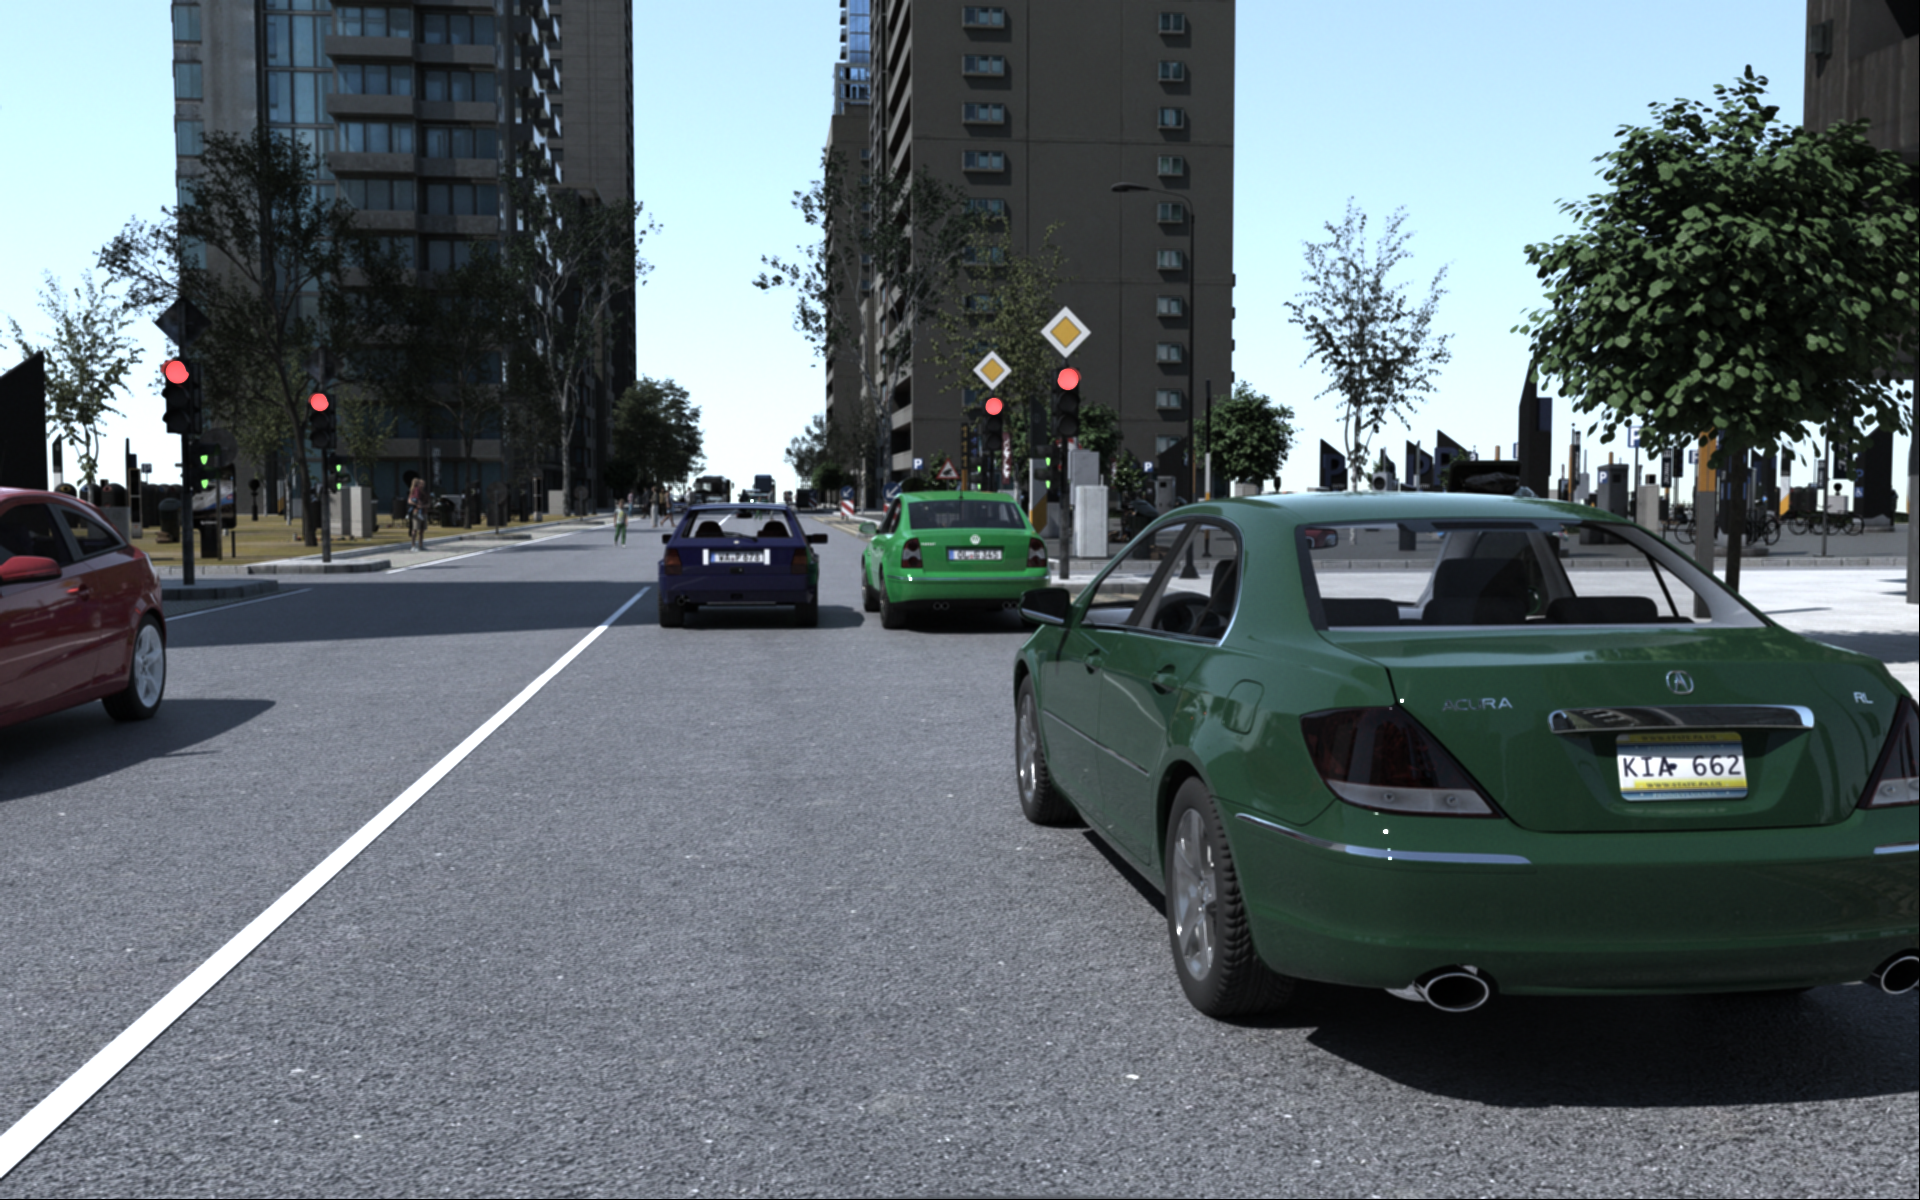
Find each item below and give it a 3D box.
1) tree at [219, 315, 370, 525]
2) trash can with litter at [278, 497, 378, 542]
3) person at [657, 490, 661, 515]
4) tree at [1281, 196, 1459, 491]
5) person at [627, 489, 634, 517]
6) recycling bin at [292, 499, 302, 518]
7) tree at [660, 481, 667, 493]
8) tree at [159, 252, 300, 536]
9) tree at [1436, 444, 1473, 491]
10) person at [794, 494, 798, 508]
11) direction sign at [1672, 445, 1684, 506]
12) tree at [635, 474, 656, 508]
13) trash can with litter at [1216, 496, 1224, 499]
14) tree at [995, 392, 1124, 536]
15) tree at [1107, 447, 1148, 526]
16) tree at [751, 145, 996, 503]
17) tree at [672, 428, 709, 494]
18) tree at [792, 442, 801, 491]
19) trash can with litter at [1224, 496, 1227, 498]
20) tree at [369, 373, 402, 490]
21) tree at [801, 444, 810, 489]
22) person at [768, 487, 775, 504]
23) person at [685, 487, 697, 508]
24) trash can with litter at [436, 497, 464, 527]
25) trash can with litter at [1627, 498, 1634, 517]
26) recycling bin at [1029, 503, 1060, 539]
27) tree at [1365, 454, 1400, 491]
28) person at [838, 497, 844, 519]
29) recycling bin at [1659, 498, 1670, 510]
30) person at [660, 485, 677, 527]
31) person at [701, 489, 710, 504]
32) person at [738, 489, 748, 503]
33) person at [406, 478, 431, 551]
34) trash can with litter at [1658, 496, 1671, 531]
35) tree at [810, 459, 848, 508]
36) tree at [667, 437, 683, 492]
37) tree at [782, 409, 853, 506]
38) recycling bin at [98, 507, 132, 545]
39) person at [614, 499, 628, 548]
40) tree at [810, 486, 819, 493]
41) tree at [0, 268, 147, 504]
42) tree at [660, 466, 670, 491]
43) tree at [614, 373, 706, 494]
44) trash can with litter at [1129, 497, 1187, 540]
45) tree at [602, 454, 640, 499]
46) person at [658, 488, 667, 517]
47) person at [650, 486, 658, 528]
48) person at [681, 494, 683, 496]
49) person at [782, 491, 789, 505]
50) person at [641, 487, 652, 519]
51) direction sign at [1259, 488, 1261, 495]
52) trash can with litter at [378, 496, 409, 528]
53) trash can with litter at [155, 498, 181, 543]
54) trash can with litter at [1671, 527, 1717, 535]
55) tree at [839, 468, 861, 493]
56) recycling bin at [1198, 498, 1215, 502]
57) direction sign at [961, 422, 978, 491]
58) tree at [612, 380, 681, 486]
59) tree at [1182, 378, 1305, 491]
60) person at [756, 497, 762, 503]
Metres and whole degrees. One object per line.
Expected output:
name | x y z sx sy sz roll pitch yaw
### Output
tree | -27.521 -7.346 70.476 4.737 8.622 4.395 0 3 0
trash can with litter | -17.387 -2.229 47.504 2.233 1.210 1.678 0 4 -5
person | -20.916 -6.797 120.355 0.721 1.735 1.217 3 5 43
tree | 10.230 -5.712 43.750 4.360 8.622 3.978 0 3 0
person | -20.417 -5.995 107.351 0.643 1.720 0.563 -2 4 -35
recycling bin | -35.377 -4.872 92.205 0.722 1.027 0.722 -2 4 -27
tree | -35.025 -12.744 202.962 1.663 3.219 1.824 0 3 0
tree | -22.660 -6.304 53.428 4.360 8.622 3.978 0 3 0
tree | 19.485 -4.481 67.872 1.663 3.219 1.824 0 3 0
person | -16.667 -10.289 177.657 0.756 1.711 0.436 -3 4 -36
direction sign | 33.538 -5.441 80.959 0.876 3.537 0.379 -3 4 -38
tree | -29.562 -10.248 162.157 1.663 3.219 1.824 0 3 0
trash can with litter | 13.335 -4.821 90.203 1.055 1.170 0.624 -3 4 -36
tree | 2.663 -4.523 57.672 4.285 4.588 4.351 0 3 0
tree | 6.661 -4.659 70.770 1.663 3.219 1.824 0 3 0
tree | -4.769 -14.605 94.684 12.611 20.169 13.585 0 3 0
tree | -42.362 -20.767 265.290 9.928 11.665 9.643 0 3 0
tree | -20.103 -17.077 229.565 4.360 8.622 3.978 0 3 0
trash can with litter | 15.902 -5.560 101.963 2.233 1.210 1.678 1 4 8
tree | -35.824 -9.367 103.505 4.737 8.622 4.395 0 3 0
tree | -12.878 -13.407 169.567 4.360 8.622 3.978 0 3 0
person | -10.235 -5.244 94.335 0.391 1.810 0.635 0 4 2
person | -15.179 -5.455 97.782 0.679 1.850 0.850 -1 4 -17
trash can with litter | -19.624 -3.387 66.759 0.624 1.170 1.055 2 4 33
trash can with litter | 37.981 -5.311 98.221 1.055 1.170 0.624 1 4 14
recycling bin | 2.453 -2.309 50.311 0.722 1.027 0.722 -1 4 -21
tree | 20.273 -5.410 83.059 1.663 3.219 1.824 0 3 0
person | -6.630 -5.175 97.376 0.475 1.303 0.640 -2 4 -23
recycling bin | 40.639 -5.373 100.398 0.722 1.027 0.722 -3 5 -43
person | -12.740 -4.103 75.677 0.778 1.811 0.616 1 4 9
person | -20.258 -7.885 137.424 0.705 1.824 1.348 1 4 20
person | -16.874 -7.744 135.107 0.705 1.826 1.348 1 4 23
person | -13.539 -2.129 43.291 0.573 1.828 0.580 0 4 -5
trash can with litter | 24.473 -3.089 61.563 2.233 1.210 1.678 0 4 5
tree | -13.907 -11.909 178.424 4.285 4.588 4.351 0 3 0
tree | -34.839 -15.732 207.576 4.737 8.622 4.395 0 3 0
tree | -15.627 -15.720 191.432 8.767 10.594 7.601 0 4 3
recycling bin | -16.564 -1.296 33.745 0.722 1.027 0.722 -1 4 -21
person | -9.122 -2.066 46.525 0.306 1.304 0.590 -2 4 -35
tree | -18.556 -13.982 223.205 1.663 3.219 1.824 0 3 0
tree | -28.245 -6.436 55.595 4.737 8.622 4.395 0 3 0
tree | -34.007 -15.050 196.423 4.360 8.622 3.978 0 3 0
tree | -31.892 -16.913 183.176 9.857 13.997 8.962 0 3 0
trash can with litter | 3.799 -1.380 33.953 0.624 1.170 1.055 -3 4 -36
tree | -27.375 -9.533 139.572 4.285 4.588 4.351 0 3 0
person | -18.806 -6.182 109.664 1.348 1.812 0.705 0 4 4
person | -13.064 -3.968 73.927 0.362 1.759 0.519 0 4 3
person | -31.503 -11.301 196.499 0.991 1.433 0.599 1 4 11
person | -18.157 -10.458 180.012 0.750 1.759 0.617 0 4 -1
person | -18.114 -5.608 100.158 0.822 1.834 0.622 -3 4 -36
direction sign | 9.855 -3.969 56.886 0.379 3.537 0.876 1 4 20
trash can with litter | -21.687 -3.355 65.905 2.233 1.210 1.678 0 4 -2
trash can with litter | -20.687 -2.078 45.354 0.624 1.170 1.055 -1 4 -11
trash can with litter | 23.650 -2.671 54.725 1.678 1.210 2.233 2 4 32
tree | -8.087 -8.151 127.865 1.663 3.219 1.824 0 3 0
recycling bin | 14.819 -5.602 104.153 0.722 1.027 0.722 -2 4 -31
direction sign | 0.295 -3.837 54.724 0.379 3.537 0.876 -2 4 -34
tree | -31.729 -15.523 171.928 7.486 12.596 7.792 0 3 0
tree | 8.021 -3.982 48.818 4.285 4.588 4.351 0 3 0
person | -10.415 -4.698 89.567 0.590 1.304 0.306 2 4 35
